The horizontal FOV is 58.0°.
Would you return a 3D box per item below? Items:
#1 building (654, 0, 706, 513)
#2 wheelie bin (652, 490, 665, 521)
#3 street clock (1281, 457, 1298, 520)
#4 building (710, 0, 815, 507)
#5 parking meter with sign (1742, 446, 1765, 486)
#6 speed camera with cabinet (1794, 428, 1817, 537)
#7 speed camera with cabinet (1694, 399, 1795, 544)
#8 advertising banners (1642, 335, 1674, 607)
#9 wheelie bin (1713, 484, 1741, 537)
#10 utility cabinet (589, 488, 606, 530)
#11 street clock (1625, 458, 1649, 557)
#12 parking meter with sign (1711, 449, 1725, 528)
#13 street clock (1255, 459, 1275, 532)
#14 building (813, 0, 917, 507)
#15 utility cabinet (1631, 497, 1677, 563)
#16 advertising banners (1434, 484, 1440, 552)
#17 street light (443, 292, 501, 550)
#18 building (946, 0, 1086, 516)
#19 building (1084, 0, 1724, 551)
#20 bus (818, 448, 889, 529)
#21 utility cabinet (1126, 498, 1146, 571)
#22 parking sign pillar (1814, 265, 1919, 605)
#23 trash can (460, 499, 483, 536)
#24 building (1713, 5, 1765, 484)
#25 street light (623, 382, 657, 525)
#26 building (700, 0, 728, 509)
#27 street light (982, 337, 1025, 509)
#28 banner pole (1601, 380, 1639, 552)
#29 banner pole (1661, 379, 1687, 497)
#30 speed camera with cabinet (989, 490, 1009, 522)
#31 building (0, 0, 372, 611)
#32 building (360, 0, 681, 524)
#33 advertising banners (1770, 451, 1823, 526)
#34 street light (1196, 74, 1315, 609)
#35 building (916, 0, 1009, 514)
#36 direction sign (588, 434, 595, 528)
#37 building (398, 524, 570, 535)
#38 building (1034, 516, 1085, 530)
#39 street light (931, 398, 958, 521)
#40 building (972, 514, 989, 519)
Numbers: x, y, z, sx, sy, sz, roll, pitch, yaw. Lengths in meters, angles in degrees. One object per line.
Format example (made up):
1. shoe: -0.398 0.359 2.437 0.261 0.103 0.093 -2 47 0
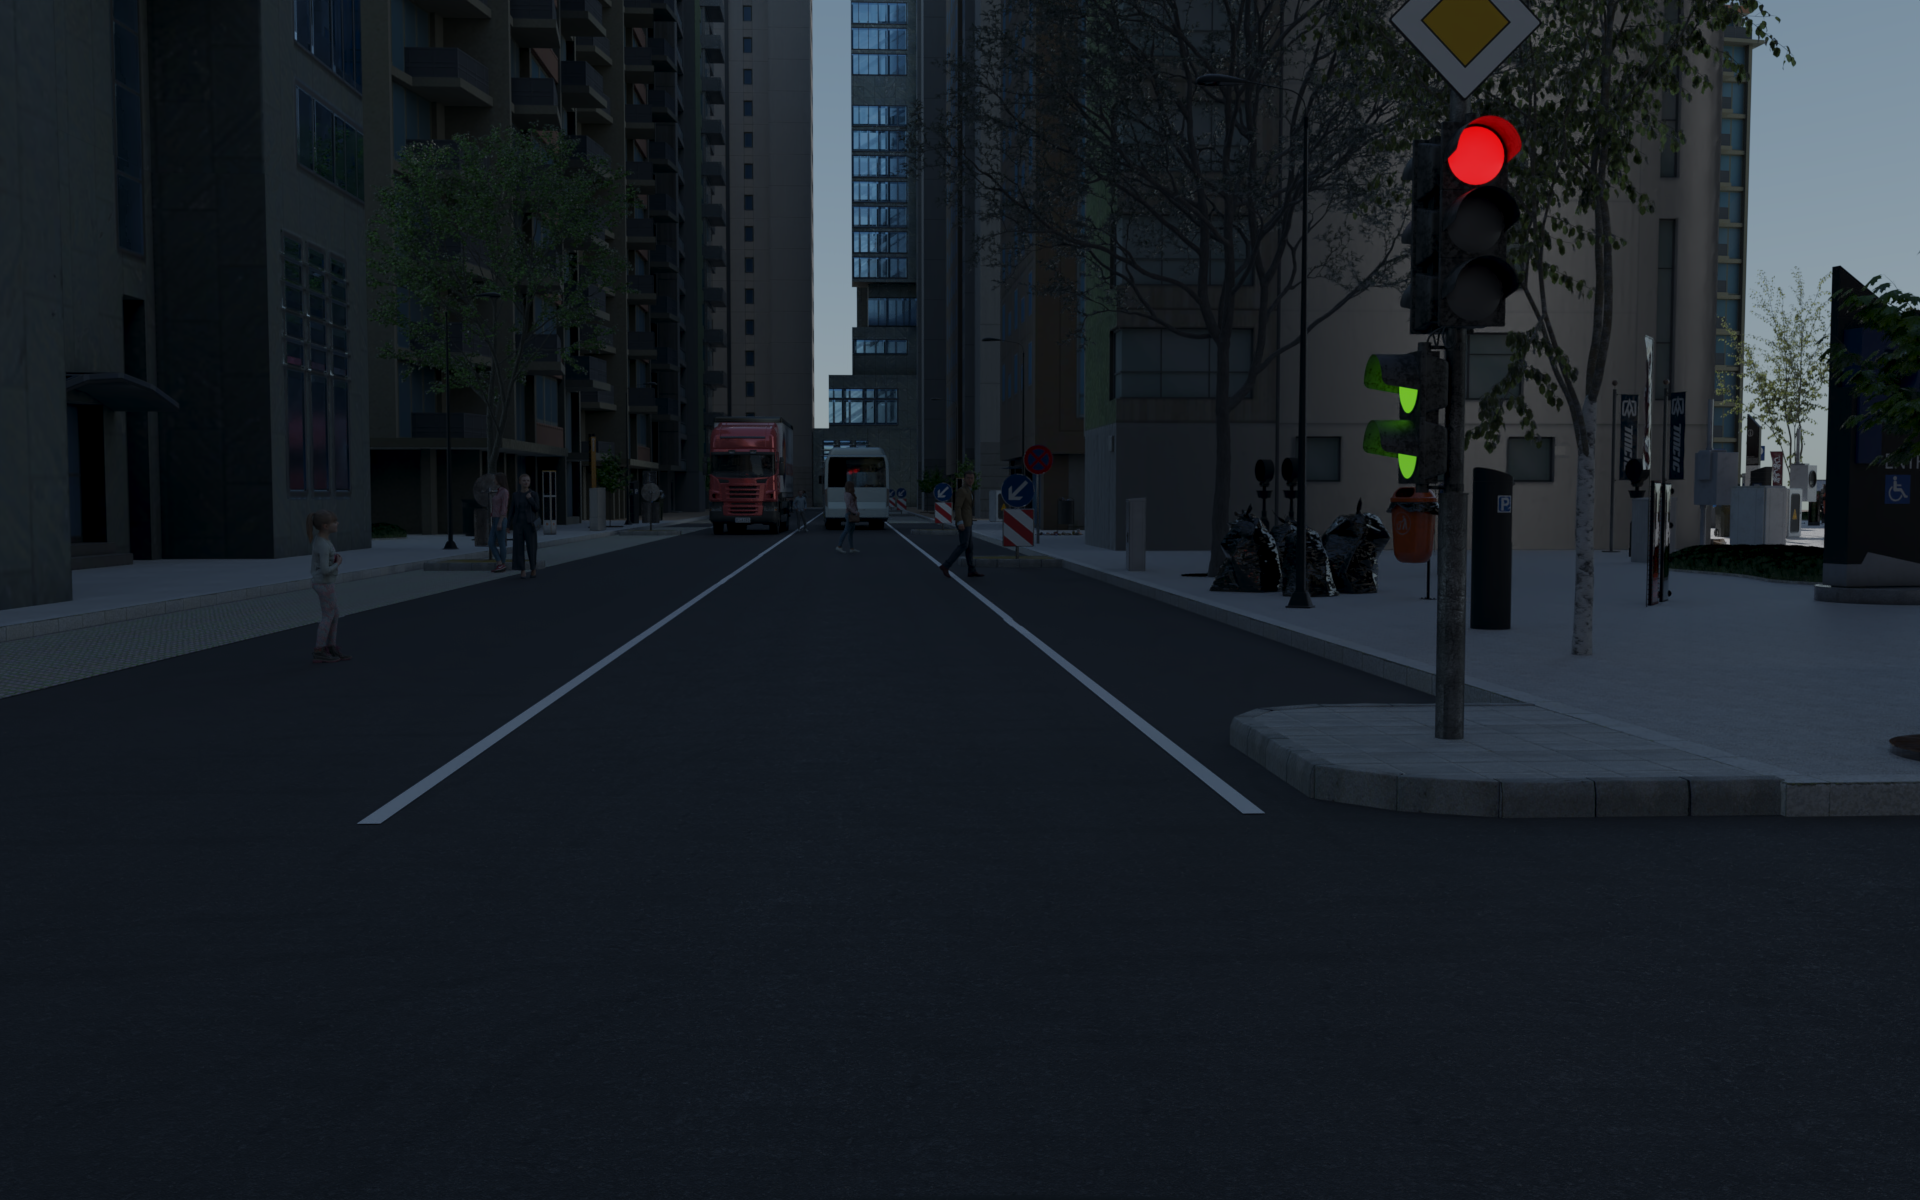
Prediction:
1. building: -25.271 -26.612 118.707 14.154 41.232 14.086 0 4 -4
2. wheelie bin: -14.583 -4.606 83.222 0.693 1.594 0.980 0 4 7
3. street clock: 6.562 -1.818 34.289 0.358 2.002 0.471 -1 4 -18
4. building: -29.064 -38.827 176.823 28.212 58.520 21.231 0 4 -4
5. parking meter with sign: 28.869 -4.098 63.261 0.543 3.016 1.738 1 4 12
6. speed camera with cabinet: 24.899 -3.509 51.701 2.038 3.252 0.660 -3 5 -43
7. speed camera with cabinet: 16.026 -2.522 35.569 0.660 3.252 2.038 -1 4 -18
8. advertising banners: 8.047 -1.456 20.000 0.090 3.025 2.074 2 4 31
9. wheelie bin: 23.028 -2.685 51.815 0.980 1.594 0.693 0 4 5
10. utility cabinet: -12.690 -3.176 60.602 0.318 1.500 1.173 0 4 2
11. street clock: 13.773 -1.877 35.254 0.358 2.002 0.471 -1 4 -22
12. parking meter with sign: 28.751 -4.261 65.931 0.543 3.016 1.738 2 4 27
13. street clock: 6.309 -1.917 35.917 0.358 2.002 0.471 -1 4 -17
14. building: 0.430 -52.965 178.657 31.000 86.520 22.319 0 4 -4
15. utility cabinet: 12.900 -1.289 32.237 0.306 1.237 1.020 -1 4 -11
16. advertising banners: 10.474 -2.530 37.548 0.090 3.025 2.074 0 4 -2
17. street light: -11.265 -4.126 39.994 1.470 5.913 1.316 0 4 -4
18. building: 6.292 -28.965 123.691 14.600 45.320 14.200 0 4 -4
19. building: 10.078 -22.109 45.085 14.154 41.232 14.086 0 4 -4
20. bus: -4.641 -4.903 75.031 2.948 3.499 13.247 0 4 -5
21. utility cabinet: 2.962 -1.108 29.275 0.306 1.237 1.020 0 4 3
22. parking sign pillar: 11.003 -1.963 20.568 1.447 3.967 1.447 -1 4 -12
23. trash can: -14.810 -2.506 52.634 0.748 1.137 0.748 0 3 0
24. building: 53.732 -30.394 151.560 28.867 44.769 22.147 0 4 -4
25. street light: -13.295 -6.085 72.027 1.470 5.913 1.316 0 4 -4
26. building: -35.180 -32.105 144.528 30.456 49.044 23.786 0 4 -4
27. street light: 1.345 -4.830 51.508 1.470 5.913 1.316 0 4 -4
28. banner pole: 14.601 -2.947 38.199 0.863 3.779 0.401 -1 4 -17
29. banner pole: 15.418 -2.906 37.536 0.401 3.779 0.863 -1 4 -17
30. speed camera with cabinet: 2.350 -5.247 80.124 2.038 3.252 0.660 -2 4 -32
31. building: -22.132 -43.413 22.478 22.319 86.520 31.000 0 4 -4
32. building: -27.669 -27.055 96.968 22.147 44.769 28.867 0 4 -4
33. advertising banners: 33.913 -4.530 70.261 2.074 3.025 0.090 1 4 10
34. street light: 3.305 -2.864 19.365 1.470 5.913 1.316 0 4 -4
35. building: 6.845 -36.869 144.813 21.231 58.520 28.212 0 4 -4
36. direction sign: -13.840 -4.477 65.193 0.379 3.537 0.876 -2 4 -26
37. building: -25.652 -25.143 65.710 22.147 44.769 28.867 0 4 -4
38. building: 9.066 -25.500 67.042 14.600 45.320 14.200 0 4 -4
39. street light: -0.705 -6.806 83.823 1.470 5.913 1.316 0 4 -4
40. building: 10.633 -34.272 102.354 21.231 58.520 28.212 0 4 -4
